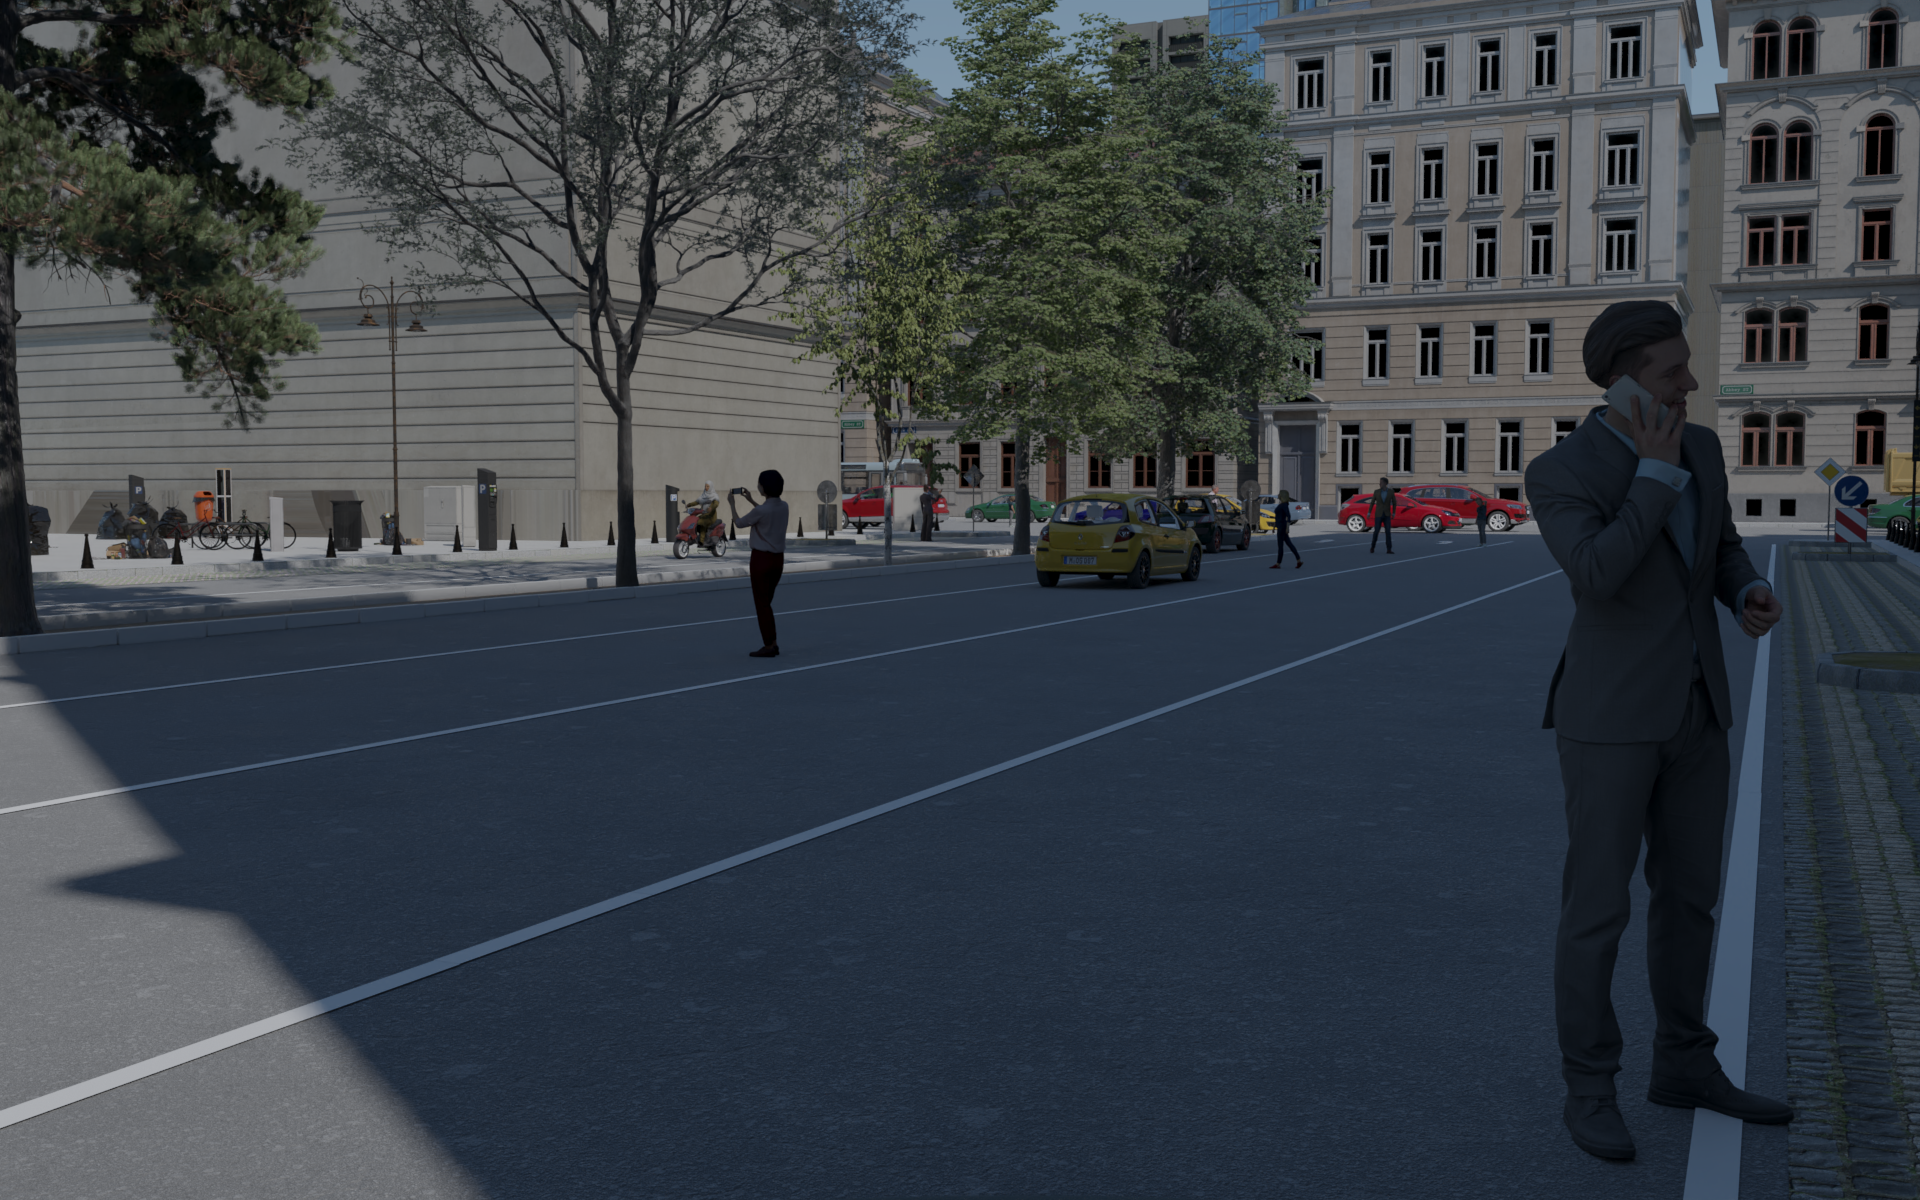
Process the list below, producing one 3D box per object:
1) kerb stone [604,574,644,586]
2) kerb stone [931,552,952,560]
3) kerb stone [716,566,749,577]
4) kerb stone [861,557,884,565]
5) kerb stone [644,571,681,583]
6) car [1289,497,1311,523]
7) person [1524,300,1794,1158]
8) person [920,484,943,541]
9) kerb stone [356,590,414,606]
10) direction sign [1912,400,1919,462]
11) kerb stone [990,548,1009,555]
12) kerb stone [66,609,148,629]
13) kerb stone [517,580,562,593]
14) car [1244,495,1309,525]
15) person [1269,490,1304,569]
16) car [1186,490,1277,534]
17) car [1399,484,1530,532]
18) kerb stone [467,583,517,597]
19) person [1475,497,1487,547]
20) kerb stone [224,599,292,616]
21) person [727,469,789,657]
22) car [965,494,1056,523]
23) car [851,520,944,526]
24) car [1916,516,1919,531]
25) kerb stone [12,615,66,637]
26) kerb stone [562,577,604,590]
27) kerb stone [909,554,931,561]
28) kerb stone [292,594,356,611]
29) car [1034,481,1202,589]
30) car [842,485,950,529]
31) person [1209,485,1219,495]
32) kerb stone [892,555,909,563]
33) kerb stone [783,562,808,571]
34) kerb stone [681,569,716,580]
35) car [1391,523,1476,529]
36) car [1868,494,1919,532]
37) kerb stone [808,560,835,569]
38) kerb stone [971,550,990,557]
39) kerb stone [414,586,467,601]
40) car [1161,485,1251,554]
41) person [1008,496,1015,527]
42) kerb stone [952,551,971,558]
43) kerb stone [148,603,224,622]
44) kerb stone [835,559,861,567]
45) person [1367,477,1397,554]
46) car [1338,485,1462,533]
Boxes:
[{"bbox_3d":[-5.342,-0.303,27.147,0.120,0.150,1.000,2,4,25],"label":"kerb stone"},{"bbox_3d":[-0.501,-0.928,37.372,0.120,0.150,1.000,2,4,25],"label":"kerb stone"},{"bbox_3d":[-4.011,-0.473,29.936,0.120,0.150,1.000,2,4,25],"label":"kerb stone"},{"bbox_3d":[-1.822,-0.757,34.582,0.120,0.150,1.000,2,4,25],"label":"kerb stone"},{"bbox_3d":[-4.901,-0.360,28.079,0.120,0.150,1.000,2,4,25],"label":"kerb stone"},{"bbox_3d":[14.557,-4.354,83.190,4.499,1.417,2.014,2,4,23],"label":"car"},{"bbox_3d":[1.580,0.274,3.822,0.655,1.846,0.447,-2,4,-26],"label":"person"},{"bbox_3d":[-0.867,-2.638,52.434,0.742,1.727,0.445,1,4,9],"label":"person"},{"bbox_3d":[-7.534,-0.018,22.496,0.120,0.150,1.000,2,4,25],"label":"kerb stone"},{"bbox_3d":[23.262,-3.025,41.457,0.379,3.537,0.876,-3,5,-45],"label":"direction sign"},{"bbox_3d":[0.813,-1.098,40.167,0.120,0.150,1.000,2,4,25],"label":"kerb stone"},{"bbox_3d":[-9.300,0.209,18.780,0.120,0.150,1.000,2,4,25],"label":"kerb stone"},{"bbox_3d":[-6.213,-0.189,25.287,0.120,0.150,1.000,2,4,25],"label":"kerb stone"},{"bbox_3d":[13.830,-4.167,80.128,4.499,1.417,2.014,2,4,26],"label":"car"},{"bbox_3d":[6.273,-1.360,33.272,0.613,1.512,0.480,-1,4,-14],"label":"person"},{"bbox_3d":[9.297,-3.119,61.227,3.980,1.641,2.015,2,4,24],"label":"car"},{"bbox_3d":[19.317,-3.576,67.140,5.304,1.827,2.281,2,4,26],"label":"car"},{"bbox_3d":[-6.649,-0.132,24.353,0.120,0.150,1.000,2,4,25],"label":"kerb stone"},{"bbox_3d":[14.151,-2.115,46.987,0.340,1.345,0.435,-3,5,-43],"label":"person"},{"bbox_3d":[-8.421,0.095,20.636,0.120,0.150,1.000,2,4,25],"label":"kerb stone"},{"bbox_3d":[-1.773,-0.325,15.275,0.517,1.644,0.566,-1,4,-14],"label":"person"},{"bbox_3d":[2.560,-4.630,87.500,4.920,1.459,2.131,2,4,27],"label":"car"},{"bbox_3d":[-2.889,-4.070,75.343,4.718,1.807,1.959,2,4,26],"label":"car"},{"bbox_3d":[34.644,-2.961,58.634,3.980,1.641,2.015,2,4,25],"label":"car"},{"bbox_3d":[-9.735,0.266,17.851,0.120,0.150,1.000,2,4,25],"label":"kerb stone"},{"bbox_3d":[-5.777,-0.246,26.217,0.120,0.150,1.000,2,4,25],"label":"kerb stone"},{"bbox_3d":[-0.939,-0.871,36.444,0.120,0.150,1.000,2,4,25],"label":"kerb stone"},{"bbox_3d":[-7.972,0.042,21.561,0.120,0.150,1.000,2,4,25],"label":"kerb stone"},{"bbox_3d":[2.623,-1.071,27.727,2.015,1.641,3.980,2,4,25],"label":"car"},{"bbox_3d":[-3.032,-3.792,70.667,5.304,1.827,2.281,2,4,26],"label":"car"},{"bbox_3d":[7.658,-2.616,52.210,0.436,1.711,0.756,3,4,37],"label":"person"},{"bbox_3d":[-1.380,-0.814,35.508,0.120,0.150,1.000,2,4,25],"label":"kerb stone"},{"bbox_3d":[-3.140,-0.587,31.796,0.120,0.150,1.000,2,4,25],"label":"kerb stone"},{"bbox_3d":[-4.456,-0.417,29.011,0.120,0.150,1.000,2,4,25],"label":"kerb stone"},{"bbox_3d":[19.313,-3.796,71.857,4.222,1.686,2.009,2,4,24],"label":"car"},{"bbox_3d":[34.600,-3.010,61.007,4.920,1.459,2.131,2,4,25],"label":"car"},{"bbox_3d":[-2.706,-0.644,32.727,0.120,0.150,1.000,2,4,25],"label":"kerb stone"},{"bbox_3d":[0.365,-1.042,39.234,0.120,0.150,1.000,2,4,25],"label":"kerb stone"},{"bbox_3d":[-7.095,-0.075,23.424,0.120,0.150,1.000,2,4,25],"label":"kerb stone"},{"bbox_3d":[6.023,-2.047,43.261,2.009,1.686,4.222,2,4,25],"label":"car"},{"bbox_3d":[2.248,-3.855,75.435,0.340,1.345,0.435,-3,5,-40],"label":"person"},{"bbox_3d":[-0.067,-0.983,38.303,0.120,0.150,1.000,2,4,25],"label":"kerb stone"},{"bbox_3d":[-8.859,0.154,19.707,0.120,0.150,1.000,2,4,25],"label":"kerb stone"},{"bbox_3d":[-2.259,-0.701,33.653,0.120,0.150,1.000,2,4,25],"label":"kerb stone"},{"bbox_3d":[10.154,-2.039,41.742,0.656,1.842,0.836,-1,4,-21],"label":"person"},{"bbox_3d":[16.328,-3.381,64.313,4.494,1.783,2.155,2,4,24],"label":"car"}]
